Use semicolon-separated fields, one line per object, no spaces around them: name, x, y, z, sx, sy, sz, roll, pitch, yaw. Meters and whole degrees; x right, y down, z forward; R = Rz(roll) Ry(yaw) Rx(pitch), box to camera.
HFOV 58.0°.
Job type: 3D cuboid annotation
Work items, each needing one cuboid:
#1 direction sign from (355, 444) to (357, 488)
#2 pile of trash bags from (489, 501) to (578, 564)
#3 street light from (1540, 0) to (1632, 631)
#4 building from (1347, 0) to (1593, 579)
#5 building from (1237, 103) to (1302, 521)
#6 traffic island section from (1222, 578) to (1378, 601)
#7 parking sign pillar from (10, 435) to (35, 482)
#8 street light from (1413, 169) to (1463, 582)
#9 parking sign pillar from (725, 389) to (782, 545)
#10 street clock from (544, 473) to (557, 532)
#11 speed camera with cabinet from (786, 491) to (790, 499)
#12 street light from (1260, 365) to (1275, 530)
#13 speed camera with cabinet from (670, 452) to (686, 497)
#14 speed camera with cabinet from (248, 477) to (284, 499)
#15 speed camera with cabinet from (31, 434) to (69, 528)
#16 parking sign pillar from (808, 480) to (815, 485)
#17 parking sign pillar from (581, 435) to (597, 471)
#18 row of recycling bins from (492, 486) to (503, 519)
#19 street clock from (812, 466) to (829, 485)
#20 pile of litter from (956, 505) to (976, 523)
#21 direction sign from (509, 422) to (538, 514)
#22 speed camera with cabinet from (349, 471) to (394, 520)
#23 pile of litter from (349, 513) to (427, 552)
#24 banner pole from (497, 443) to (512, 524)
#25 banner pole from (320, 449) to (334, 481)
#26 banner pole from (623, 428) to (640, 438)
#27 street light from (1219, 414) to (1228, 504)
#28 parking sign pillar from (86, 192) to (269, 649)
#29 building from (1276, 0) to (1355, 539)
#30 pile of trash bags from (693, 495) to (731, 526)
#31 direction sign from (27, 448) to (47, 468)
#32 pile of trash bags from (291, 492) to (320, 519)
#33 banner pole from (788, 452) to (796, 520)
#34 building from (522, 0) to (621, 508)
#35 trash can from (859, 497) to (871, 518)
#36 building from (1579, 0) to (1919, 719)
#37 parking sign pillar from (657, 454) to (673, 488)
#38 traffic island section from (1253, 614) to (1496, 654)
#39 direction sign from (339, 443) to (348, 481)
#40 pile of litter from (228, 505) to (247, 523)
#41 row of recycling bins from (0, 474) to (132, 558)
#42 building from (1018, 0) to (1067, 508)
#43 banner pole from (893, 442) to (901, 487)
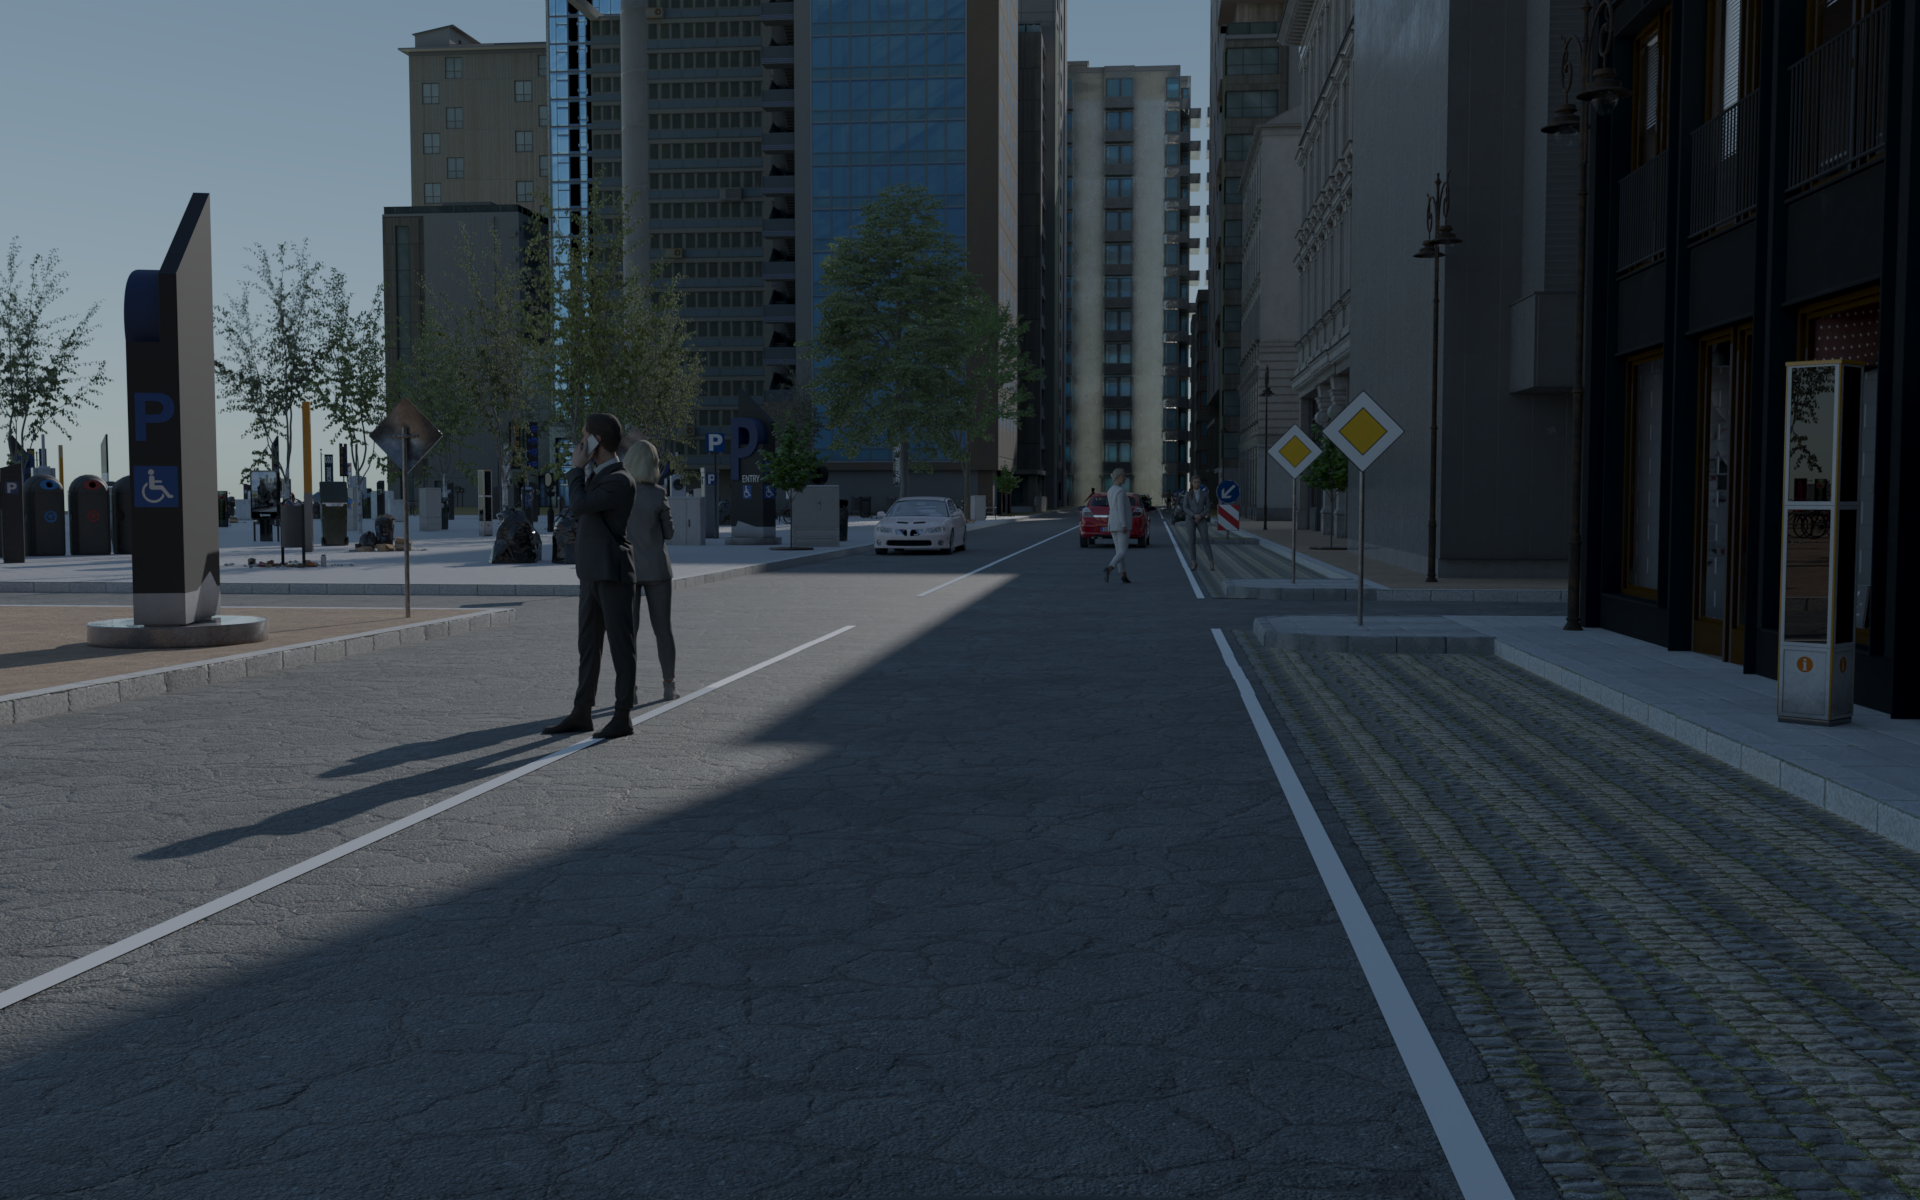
direction sign;-27.335;-5.288;78.463;0.379;3.537;0.876;-1;4;-22
pile of trash bags;-7.149;-1.390;32.477;3.447;1.369;1.912;0;4;8
street light;5.781;-2.652;16.156;0.468;5.910;1.993;0;4;6
building;22.697;-12.862;29.356;30.058;24.678;14.314;0;4;6
building;19.660;-14.714;89.724;9.793;20.994;18.267;0;4;6
traffic island section;4.804;-0.157;24.856;2.009;0.180;2.903;0;4;6
parking sign pillar;-43.070;-5.576;79.637;1.447;3.967;1.447;0;4;1
street light;6.877;-3.198;25.079;0.468;5.910;1.993;0;4;6
parking sign pillar;-5.255;-3.393;43.948;1.447;3.967;1.447;3;5;44
street clock;-13.790;-3.289;58.347;0.471;2.002;0.358;3;5;42
speed camera with cabinet;-7.337;-5.456;83.548;2.038;3.252;0.660;-1;4;-19
street light;10.943;-5.451;61.911;0.468;5.910;1.993;0;4;6
speed camera with cabinet;-13.956;-5.325;81.407;2.038;3.252;0.660;-1;4;-17
speed camera with cabinet;-37.766;-6.118;94.372;0.660;3.252;2.038;2;4;30
speed camera with cabinet;-29.790;-3.879;57.765;2.038;3.252;0.660;-2;4;-34
parking sign pillar;-8.386;-6.625;96.798;1.447;3.967;1.447;-1;4;-15
parking sign pillar;-16.173;-5.421;77.107;1.447;3.967;1.447;-2;4;-31
row of recycling bins;-24.079;-5.013;89.070;1.069;1.692;3.534;-2;4;-24
street clock;-3.554;-2.402;43.839;0.358;2.002;0.471;-3;5;-42
pile of litter;0.109;-3.827;76.529;1.176;0.858;1.719;0;4;7
direction sign;-13.693;-3.816;54.396;0.876;3.537;0.379;0;4;-8
speed camera with cabinet;-29.498;-5.659;86.853;2.038;3.252;0.660;0;4;2
pile of litter;-12.857;-1.532;39.010;1.719;0.858;1.176;-1;4;-16
banner pole;-19.677;-5.190;74.875;0.863;3.779;0.401;2;4;26
banner pole;-34.973;-6.455;95.558;0.863;3.779;0.401;-2;4;-25
banner pole;-11.850;-4.459;62.920;0.863;3.779;0.401;1;4;10
street light;14.986;-7.693;98.567;0.468;5.910;1.993;0;4;6
parking sign pillar;-6.784;-1.619;14.936;1.447;3.967;1.447;-1;4;-11
building;16.437;-12.819;60.501;10.553;20.767;40.483;0;4;6
pile of trash bags;-10.869;-3.758;71.202;3.447;1.369;1.912;0;4;6
direction sign;-45.776;-5.747;85.958;0.876;3.537;0.379;-2;4;-26
pile of trash bags;-33.618;-4.841;88.900;1.912;1.369;3.447;1;4;9
banner pole;-8.125;-5.842;85.535;0.863;3.779;0.401;-3;4;-36
building;-26.469;-52.282;167.488;31.000;86.520;22.319;0;4;6
trash can;-5.115;-5.010;93.561;0.748;1.137;0.748;0;3;0
building;11.264;-10.882;7.597;12.332;23.373;15.834;0;4;6
parking sign pillar;-16.287;-6.466;94.199;1.447;3.967;1.447;0;4;-3
traffic island section;3.928;0.328;16.919;2.009;0.180;2.903;0;4;6
direction sign;-27.530;-5.223;77.388;0.379;3.537;0.876;0;4;2
pile of litter;-32.522;-3.841;76.767;1.719;0.858;1.176;-1;4;-17
row of recycling bins;-18.676;-1.778;36.178;1.069;1.692;3.534;3;5;44
building;-0.424;-44.535;166.405;20.611;71.187;20.563;0;4;6
banner pole;-2.441;-4.962;71.151;0.863;3.779;0.401;3;4;38
